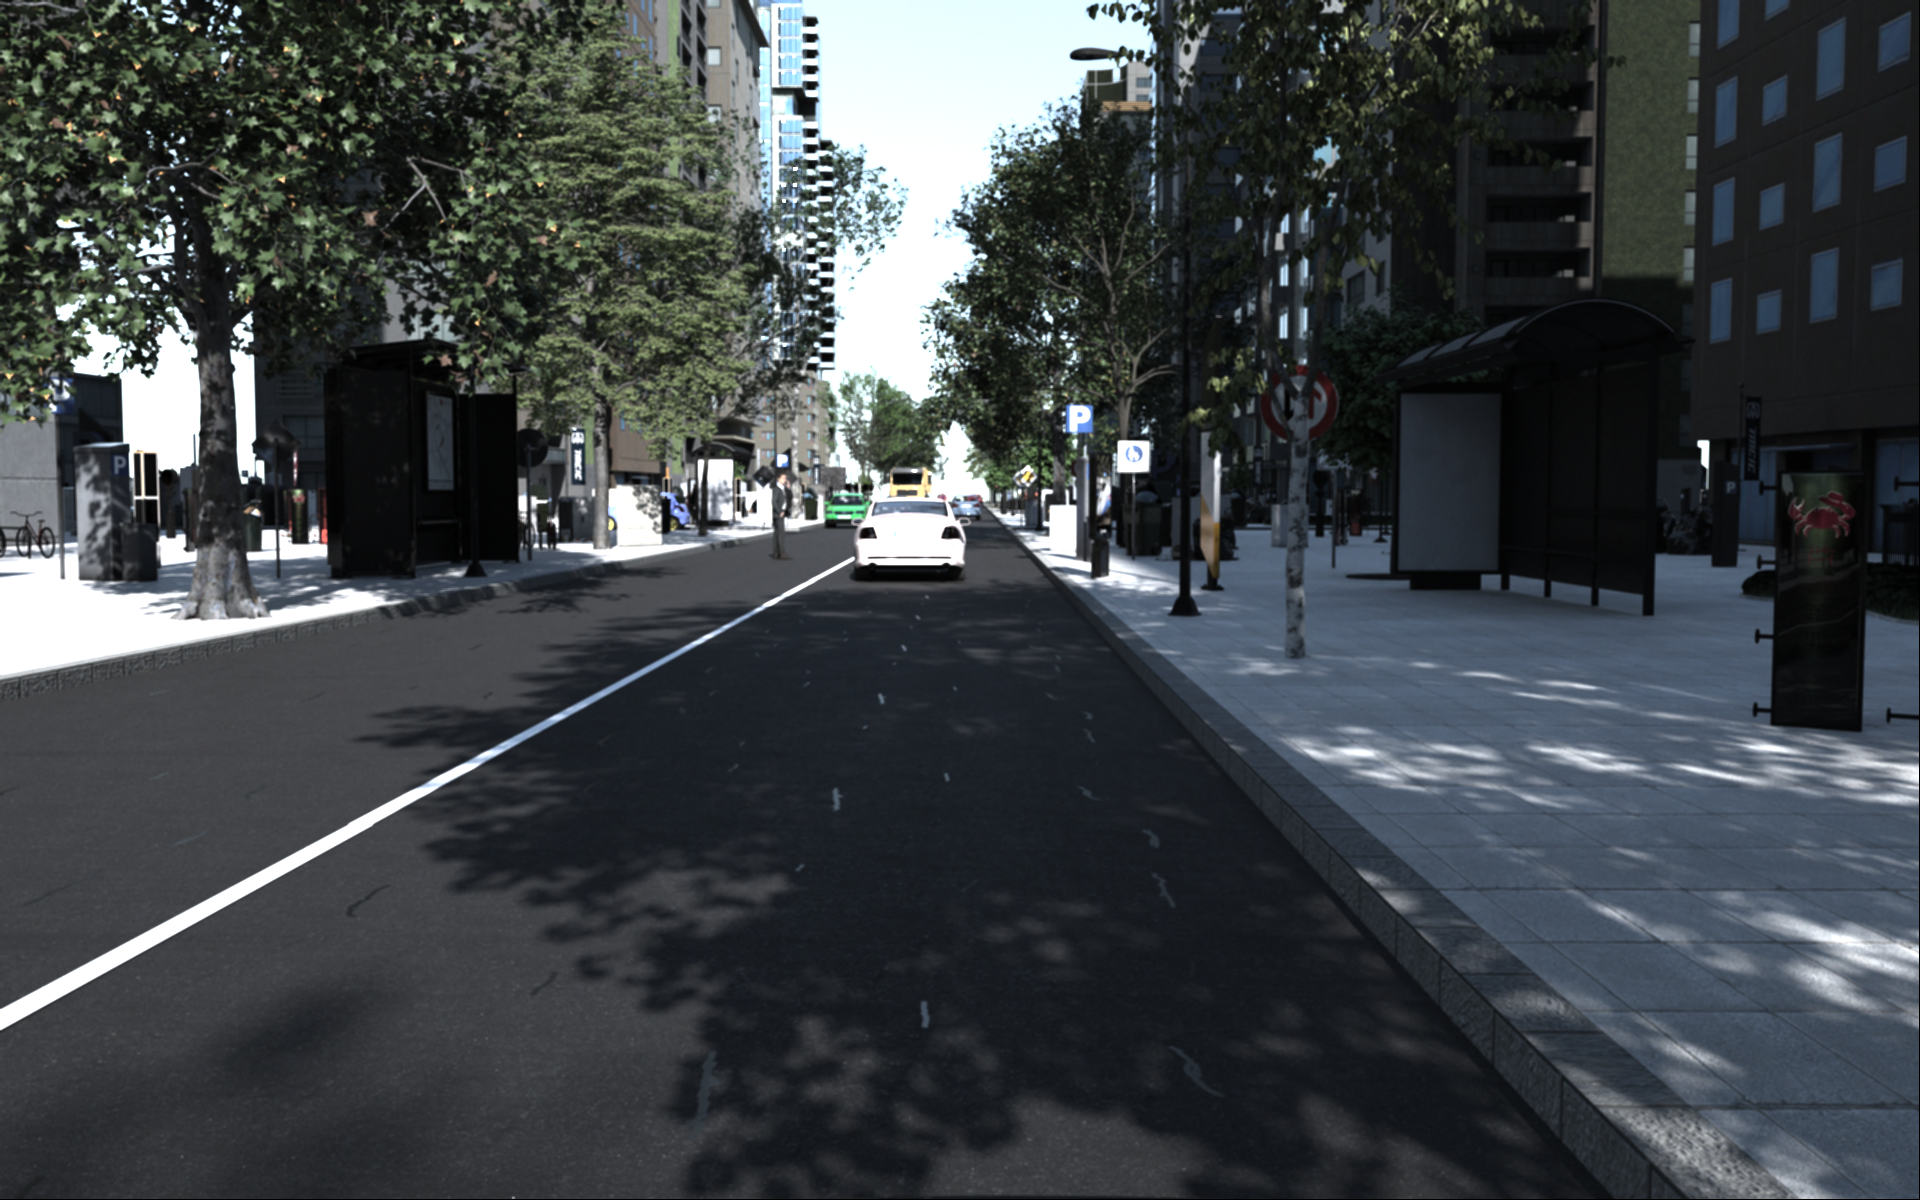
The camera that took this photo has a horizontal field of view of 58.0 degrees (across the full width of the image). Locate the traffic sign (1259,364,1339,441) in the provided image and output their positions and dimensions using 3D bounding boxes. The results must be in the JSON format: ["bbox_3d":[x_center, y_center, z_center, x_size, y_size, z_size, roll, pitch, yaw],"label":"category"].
[{"bbox_3d":[3.325,-1.037,17.065,0.768,2.556,0.104,0,4,5],"label":"traffic sign"}]

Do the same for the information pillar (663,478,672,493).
[{"bbox_3d":[-13.027,-4.450,77.256,0.304,2.012,0.304,1,4,18],"label":"information pillar"}]

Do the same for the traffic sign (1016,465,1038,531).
[{"bbox_3d":[2.356,-3.455,60.135,0.795,2.450,0.064,0,4,0],"label":"traffic sign"}]

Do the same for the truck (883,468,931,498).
[{"bbox_3d":[-3.653,-8.117,128.640,3.469,3.379,9.791,0,4,2],"label":"truck"}]

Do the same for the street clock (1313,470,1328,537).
[{"bbox_3d":[10.789,-2.894,51.888,0.358,2.002,0.471,-1,4,-23],"label":"street clock"}]

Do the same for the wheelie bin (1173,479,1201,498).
[{"bbox_3d":[5.158,-1.802,37.370,0.693,1.594,0.980,-3,5,-42],"label":"wheelie bin"}]

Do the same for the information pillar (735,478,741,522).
[{"bbox_3d":[-10.230,-4.578,79.346,0.304,2.012,0.304,-3,4,-38],"label":"information pillar"}]

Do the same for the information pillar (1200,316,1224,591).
[{"bbox_3d":[3.354,-1.944,23.135,0.183,3.616,0.504,-1,4,-14],"label":"information pillar"}]

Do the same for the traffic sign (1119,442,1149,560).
[{"bbox_3d":[3.367,-1.924,33.585,0.606,2.300,0.079,0,4,7],"label":"traffic sign"}]

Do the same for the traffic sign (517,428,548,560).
[{"bbox_3d":[-8.325,-2.039,33.437,0.768,2.556,0.104,0,4,4],"label":"traffic sign"}]

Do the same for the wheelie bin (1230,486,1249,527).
[{"bbox_3d":[10.876,-3.645,67.496,0.693,1.594,0.980,1,4,18],"label":"wheelie bin"}]

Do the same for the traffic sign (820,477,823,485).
[{"bbox_3d":[-10.433,-7.805,127.719,0.768,2.556,0.104,1,4,8],"label":"traffic sign"}]

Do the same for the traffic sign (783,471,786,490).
[{"bbox_3d":[-9.834,-5.943,97.282,0.768,2.556,0.104,0,4,5],"label":"traffic sign"}]

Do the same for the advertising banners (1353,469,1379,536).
[{"bbox_3d":[12.118,-3.477,53.035,0.090,3.025,2.074,-2,4,-34],"label":"advertising banners"}]

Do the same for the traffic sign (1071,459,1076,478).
[{"bbox_3d":[4.240,-3.688,60.408,0.768,2.556,0.104,0,4,1],"label":"traffic sign"}]

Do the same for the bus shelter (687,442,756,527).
[{"bbox_3d":[-9.594,-4.670,70.270,2.014,3.302,5.546,0,4,0],"label":"bus shelter"}]

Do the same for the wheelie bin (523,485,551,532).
[{"bbox_3d":[-14.190,-3.060,57.938,0.980,1.594,0.693,-3,5,-39],"label":"wheelie bin"}]

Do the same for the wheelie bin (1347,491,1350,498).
[{"bbox_3d":[24.451,-6.093,107.535,0.693,1.594,0.980,3,5,40],"label":"wheelie bin"}]

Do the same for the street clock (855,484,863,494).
[{"bbox_3d":[-7.486,-7.394,125.454,0.471,2.002,0.358,-1,4,-16],"label":"street clock"}]

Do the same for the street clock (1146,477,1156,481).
[{"bbox_3d":[8.117,-4.233,73.785,0.471,2.002,0.358,2,4,23],"label":"street clock"}]

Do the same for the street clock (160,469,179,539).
[{"bbox_3d":[-22.740,-2.771,49.870,0.471,2.002,0.358,1,4,19],"label":"street clock"}]

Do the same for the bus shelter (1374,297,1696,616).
[{"bbox_3d":[6.563,-1.633,20.621,2.014,3.302,5.546,0,4,0],"label":"bus shelter"}]

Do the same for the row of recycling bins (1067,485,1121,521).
[{"bbox_3d":[6.331,-4.647,83.097,3.534,1.692,1.069,-3,4,-37],"label":"row of recycling bins"}]

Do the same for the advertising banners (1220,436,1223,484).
[{"bbox_3d":[6.606,-3.033,45.775,0.090,3.025,2.074,2,4,29],"label":"advertising banners"}]

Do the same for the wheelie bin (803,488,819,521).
[{"bbox_3d":[-7.252,-4.660,84.102,0.693,1.594,0.980,1,4,8],"label":"wheelie bin"}]

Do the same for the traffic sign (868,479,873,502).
[{"bbox_3d":[-7.084,-8.180,133.852,0.768,2.556,0.104,1,4,9],"label":"traffic sign"}]

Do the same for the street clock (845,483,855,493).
[{"bbox_3d":[-7.345,-6.708,114.246,0.471,2.002,0.358,-1,4,-19],"label":"street clock"}]

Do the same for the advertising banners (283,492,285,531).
[{"bbox_3d":[-22.291,-3.759,57.655,0.090,3.025,2.074,-2,4,-33],"label":"advertising banners"}]

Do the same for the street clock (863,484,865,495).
[{"bbox_3d":[-6.947,-7.467,126.658,0.471,2.002,0.358,-1,4,-17],"label":"street clock"}]

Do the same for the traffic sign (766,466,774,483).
[{"bbox_3d":[-8.740,-4.824,78.978,0.768,2.556,0.104,0,4,2],"label":"traffic sign"}]

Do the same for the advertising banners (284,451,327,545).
[{"bbox_3d":[-16.060,-2.917,43.877,2.074,3.025,0.090,0,4,7],"label":"advertising banners"}]

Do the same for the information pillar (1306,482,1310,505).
[{"bbox_3d":[21.145,-6.196,105.799,0.304,2.012,0.304,-1,4,-19],"label":"information pillar"}]

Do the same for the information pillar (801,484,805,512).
[{"bbox_3d":[-10.995,-7.157,121.502,0.304,2.012,0.304,0,4,-2],"label":"information pillar"}]

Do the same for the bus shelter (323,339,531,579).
[{"bbox_3d":[-8.741,-2.318,29.178,1.731,3.624,6.357,0,4,1],"label":"bus shelter"}]

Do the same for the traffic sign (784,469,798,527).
[{"bbox_3d":[-6.778,-3.949,68.209,0.795,2.450,0.064,0,4,0],"label":"traffic sign"}]

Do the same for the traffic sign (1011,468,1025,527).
[{"bbox_3d":[2.416,-3.944,68.120,0.795,2.450,0.064,0,4,0],"label":"traffic sign"}]

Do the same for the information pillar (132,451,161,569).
[{"bbox_3d":[-13.970,-1.545,29.757,0.304,2.012,0.304,2,4,35],"label":"information pillar"}]

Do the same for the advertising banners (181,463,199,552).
[{"bbox_3d":[-17.035,-2.611,38.879,0.090,3.025,2.074,0,4,-3],"label":"advertising banners"}]

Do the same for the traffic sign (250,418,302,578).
[{"bbox_3d":[-10.429,-1.545,26.439,0.795,2.450,0.064,0,4,2],"label":"traffic sign"}]

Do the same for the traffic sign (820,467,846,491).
[{"bbox_3d":[-9.551,-8.226,128.368,2.265,3.308,0.079,0,4,1],"label":"traffic sign"}]

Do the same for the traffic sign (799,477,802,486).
[{"bbox_3d":[-11.419,-7.398,121.055,0.768,2.556,0.104,1,4,10],"label":"traffic sign"}]

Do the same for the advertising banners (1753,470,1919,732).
[{"bbox_3d":[5.258,-0.780,8.948,2.074,3.025,0.090,3,4,38],"label":"advertising banners"}]

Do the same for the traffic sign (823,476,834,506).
[{"bbox_3d":[-7.470,-5.885,98.355,0.606,2.300,0.079,0,4,2],"label":"traffic sign"}]

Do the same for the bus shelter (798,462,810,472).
[{"bbox_3d":[-10.388,-6.817,105.374,2.014,3.302,5.546,0,4,1],"label":"bus shelter"}]

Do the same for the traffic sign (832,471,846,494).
[{"bbox_3d":[-6.741,-5.886,96.343,0.768,2.556,0.104,0,4,7],"label":"traffic sign"}]

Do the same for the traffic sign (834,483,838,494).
[{"bbox_3d":[-9.015,-7.642,125.054,0.768,2.556,0.104,1,4,8],"label":"traffic sign"}]

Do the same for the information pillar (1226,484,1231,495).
[{"bbox_3d":[18.254,-6.914,117.529,0.304,2.012,0.304,-2,4,-28],"label":"information pillar"}]

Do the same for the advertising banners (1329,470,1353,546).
[{"bbox_3d":[9.392,-2.860,42.941,0.090,3.025,2.074,2,4,24],"label":"advertising banners"}]

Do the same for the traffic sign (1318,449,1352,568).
[{"bbox_3d":[6.496,-1.708,30.055,0.606,2.300,0.079,0,4,6],"label":"traffic sign"}]

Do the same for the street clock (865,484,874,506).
[{"bbox_3d":[-6.425,-7.390,125.389,0.358,2.002,0.471,1,4,18],"label":"street clock"}]

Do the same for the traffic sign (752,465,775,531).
[{"bbox_3d":[-6.838,-3.461,60.225,0.795,2.450,0.064,0,4,0],"label":"traffic sign"}]

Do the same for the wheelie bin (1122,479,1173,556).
[{"bbox_3d":[3.807,-1.724,36.090,0.693,1.594,0.980,-2,4,-31],"label":"wheelie bin"}]

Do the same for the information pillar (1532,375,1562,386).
[{"bbox_3d":[9.928,-2.323,29.328,0.504,3.616,0.183,1,4,18],"label":"information pillar"}]
